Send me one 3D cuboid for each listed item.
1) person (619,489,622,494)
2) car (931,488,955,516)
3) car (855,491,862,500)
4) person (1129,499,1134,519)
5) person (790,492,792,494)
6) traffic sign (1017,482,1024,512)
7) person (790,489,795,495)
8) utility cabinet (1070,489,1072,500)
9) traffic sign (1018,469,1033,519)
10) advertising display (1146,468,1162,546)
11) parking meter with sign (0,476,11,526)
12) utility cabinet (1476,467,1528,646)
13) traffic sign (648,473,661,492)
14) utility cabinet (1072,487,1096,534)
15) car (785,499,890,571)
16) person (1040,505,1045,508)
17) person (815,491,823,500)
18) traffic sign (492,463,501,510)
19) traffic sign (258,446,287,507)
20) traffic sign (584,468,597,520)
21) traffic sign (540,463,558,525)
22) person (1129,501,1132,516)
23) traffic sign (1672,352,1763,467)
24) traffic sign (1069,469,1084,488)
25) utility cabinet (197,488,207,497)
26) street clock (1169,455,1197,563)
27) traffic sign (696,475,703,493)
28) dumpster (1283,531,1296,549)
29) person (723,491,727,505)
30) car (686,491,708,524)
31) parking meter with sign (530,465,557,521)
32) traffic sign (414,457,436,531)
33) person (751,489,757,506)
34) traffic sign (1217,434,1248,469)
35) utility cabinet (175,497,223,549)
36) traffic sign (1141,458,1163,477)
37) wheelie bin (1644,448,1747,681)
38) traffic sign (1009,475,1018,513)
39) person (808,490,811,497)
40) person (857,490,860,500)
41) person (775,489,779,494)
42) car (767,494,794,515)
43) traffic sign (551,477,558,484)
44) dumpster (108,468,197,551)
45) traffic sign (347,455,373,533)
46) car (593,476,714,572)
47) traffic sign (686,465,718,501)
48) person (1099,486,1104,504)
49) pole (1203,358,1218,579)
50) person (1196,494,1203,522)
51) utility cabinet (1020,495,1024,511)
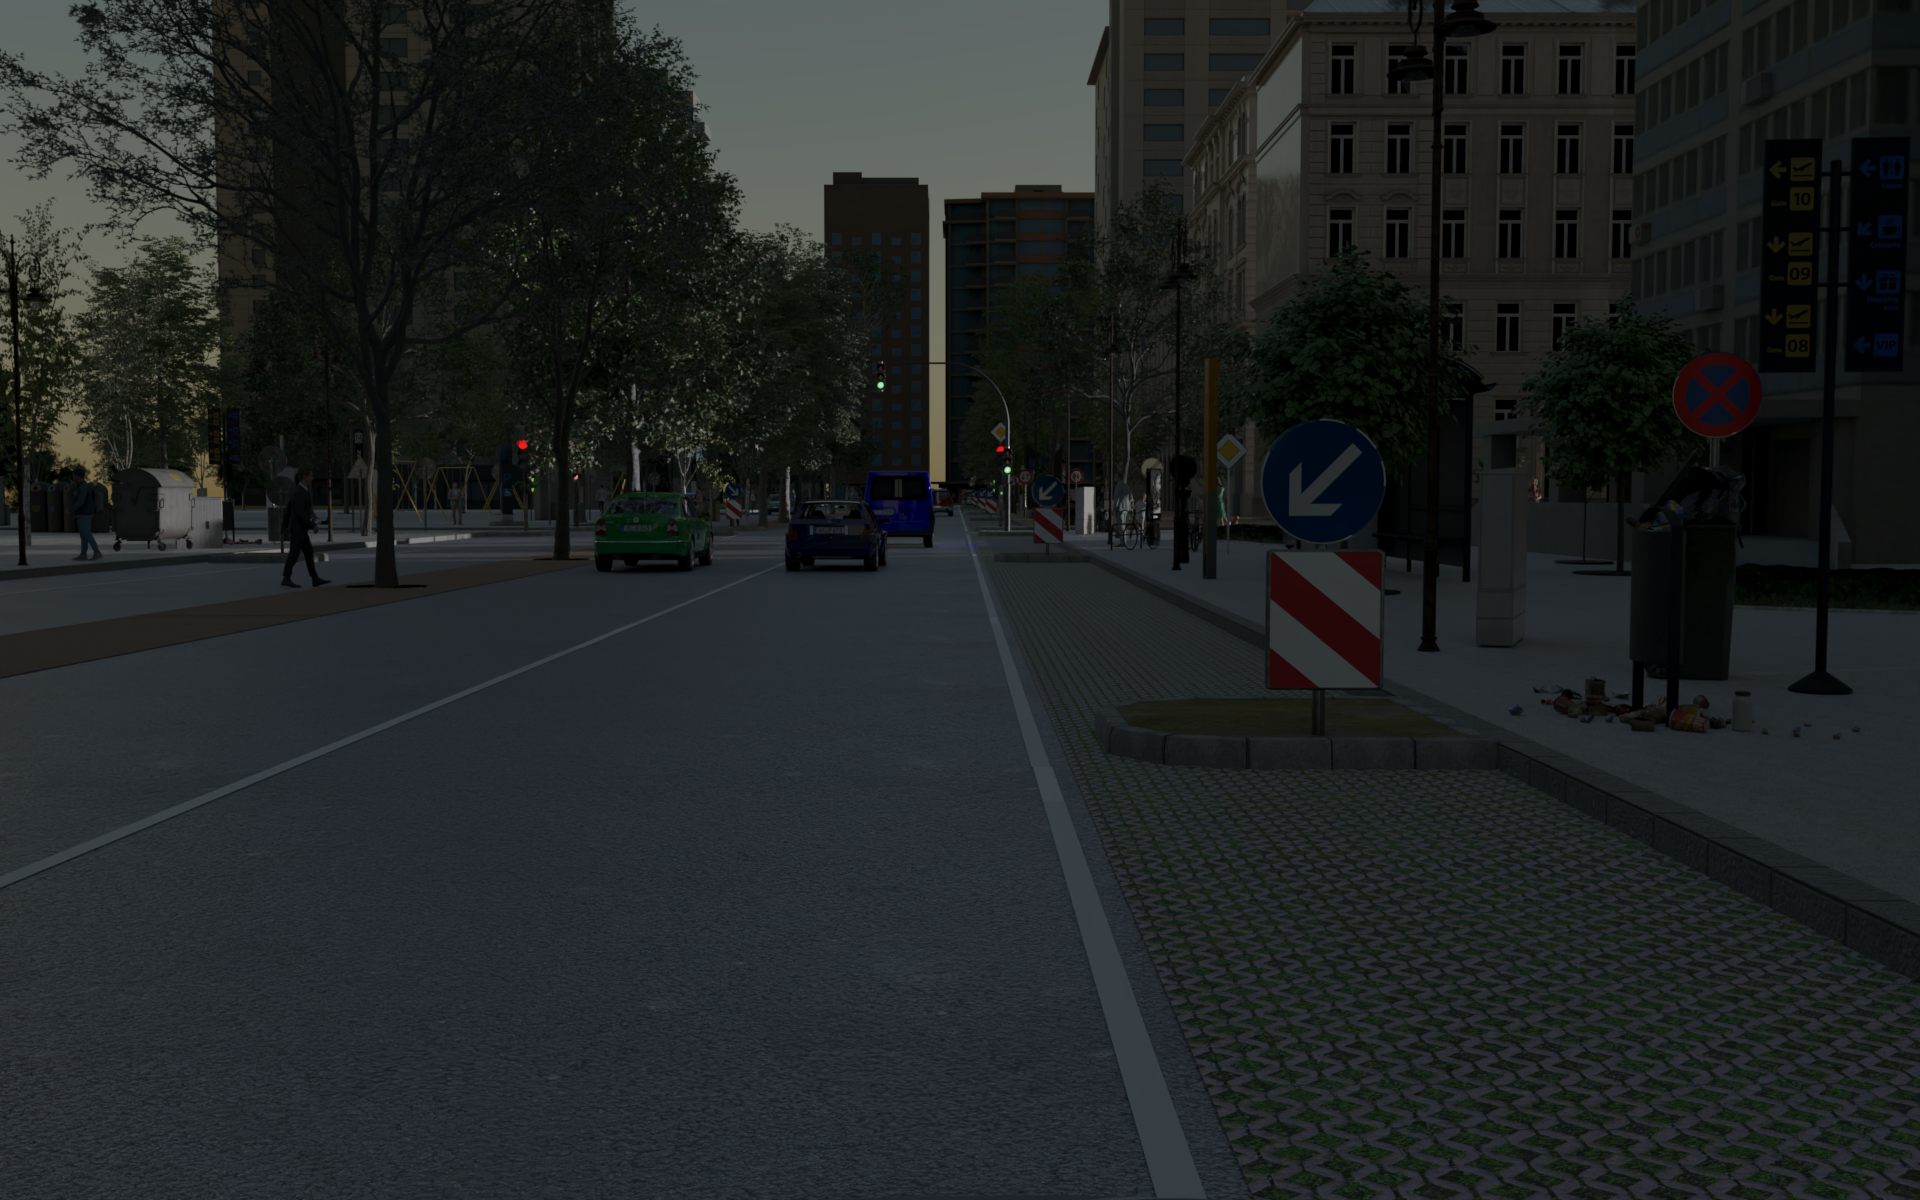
[{"bbox_3d":[-28.182,-8.411,144.371,0.445,1.727,0.742,-2,4,-26],"label":"person"},{"bbox_3d":[-1.459,-6.369,112.807,2.281,1.827,5.304,0,4,1],"label":"car"},{"bbox_3d":[-12.716,-12.473,212.598,2.281,1.827,5.304,0,4,-1],"label":"car"},{"bbox_3d":[8.692,-4.773,88.322,0.306,1.304,0.590,-1,4,-18],"label":"person"},{"bbox_3d":[-20.087,-12.393,208.628,1.348,1.831,0.705,-1,4,-12],"label":"person"},{"bbox_3d":[4.169,-7.460,122.082,0.768,2.556,0.104,0,4,0],"label":"traffic sign"},{"bbox_3d":[-17.893,-11.041,186.559,1.348,1.824,0.705,-1,4,-12],"label":"person"},{"bbox_3d":[5.481,-4.466,81.701,0.318,1.500,1.173,-1,4,-10],"label":"utility cabinet"},{"bbox_3d":[3.332,-5.396,88.337,0.768,2.556,0.104,0,4,6],"label":"traffic sign"},{"bbox_3d":[4.853,-2.335,43.390,0.123,1.923,0.974,1,4,23],"label":"advertising display"},{"bbox_3d":[-38.781,-4.488,69.644,0.543,3.016,1.738,0,4,-8],"label":"parking meter with sign"},{"bbox_3d":[4.668,-0.382,14.930,0.318,1.500,1.173,1,4,23],"label":"utility cabinet"},{"bbox_3d":[-17.995,-6.226,101.896,0.768,2.556,0.104,0,4,6],"label":"traffic sign"},{"bbox_3d":[3.985,-2.843,55.161,0.318,1.500,1.173,1,4,22],"label":"utility cabinet"},{"bbox_3d":[-2.349,-1.278,33.481,1.945,1.354,3.894,0,4,1],"label":"car"},{"bbox_3d":[4.306,-4.965,87.785,0.524,1.755,0.480,0,4,7],"label":"person"},{"bbox_3d":[-15.107,-10.779,185.292,0.990,1.755,0.434,-1,4,-18],"label":"person"},{"bbox_3d":[-18.825,-4.340,71.067,0.768,2.556,0.104,0,4,1],"label":"traffic sign"},{"bbox_3d":[-18.287,-2.812,46.085,0.768,2.556,0.104,0,4,1],"label":"traffic sign"},{"bbox_3d":[-18.221,-5.203,85.177,0.768,2.556,0.104,0,4,4],"label":"traffic sign"},{"bbox_3d":[-16.880,-4.349,71.209,0.768,2.556,0.104,0,4,3],"label":"traffic sign"},{"bbox_3d":[8.044,-4.782,84.241,0.660,1.820,0.620,1,4,10],"label":"person"},{"bbox_3d":[6.793,-0.949,15.615,0.768,2.556,0.104,1,4,9],"label":"traffic sign"},{"bbox_3d":[5.872,-5.355,87.668,0.768,2.556,0.104,0,4,6],"label":"traffic sign"},{"bbox_3d":[-26.261,-3.139,60.002,0.318,1.500,1.173,-2,4,-26],"label":"utility cabinet"},{"bbox_3d":[4.134,-1.686,32.133,0.471,2.002,0.358,3,5,43],"label":"street clock"},{"bbox_3d":[-17.634,-7.123,116.465,0.884,2.594,0.081,0,4,6],"label":"traffic sign"},{"bbox_3d":[6.619,-1.779,31.573,1.502,2.255,1.985,0,4,0],"label":"dumpster"},{"bbox_3d":[-26.892,-11.711,198.982,0.593,1.643,0.415,-1,4,-12],"label":"person"},{"bbox_3d":[-11.506,-3.812,71.920,1.945,1.707,3.694,0,4,0],"label":"car"},{"bbox_3d":[-20.359,-5.390,84.379,0.543,3.016,1.738,2,4,27],"label":"parking meter with sign"},{"bbox_3d":[-18.568,-3.671,60.120,0.768,2.556,0.104,0,4,6],"label":"traffic sign"},{"bbox_3d":[-23.001,-11.458,193.241,0.709,1.838,0.599,-1,4,-10],"label":"person"},{"bbox_3d":[5.683,-2.251,36.538,0.795,2.593,0.064,1,4,9],"label":"traffic sign"},{"bbox_3d":[-17.947,-1.814,40.815,1.020,1.237,0.306,-2,4,-32],"label":"utility cabinet"},{"bbox_3d":[6.725,-3.705,60.676,0.768,2.556,0.104,0,4,6],"label":"traffic sign"},{"bbox_3d":[5.148,-0.261,12.180,0.693,1.594,0.980,1,4,22],"label":"wheelie bin"},{"bbox_3d":[3.435,-7.050,115.273,0.884,2.594,0.081,0,4,8],"label":"traffic sign"},{"bbox_3d":[-19.221,-13.017,218.954,1.350,1.814,0.705,3,5,40],"label":"person"},{"bbox_3d":[-10.250,-10.128,174.104,0.705,1.822,1.348,3,5,40],"label":"person"},{"bbox_3d":[-18.494,-10.401,176.194,1.348,1.812,0.705,0,4,8],"label":"person"},{"bbox_3d":[-12.410,-6.531,118.584,2.131,1.459,4.920,0,4,0],"label":"car"},{"bbox_3d":[-20.251,-5.361,87.649,0.884,2.594,0.081,0,4,3],"label":"traffic sign"},{"bbox_3d":[-18.359,-2.057,39.385,1.264,1.857,1.865,0,3,0],"label":"dumpster"},{"bbox_3d":[-19.973,-3.527,57.677,0.884,2.594,0.081,0,4,5],"label":"traffic sign"},{"bbox_3d":[-5.854,-1.506,33.422,1.959,1.807,4.718,0,4,-1],"label":"car"},{"bbox_3d":[-18.103,-7.812,121.594,2.265,3.308,0.079,0,4,8],"label":"traffic sign"},{"bbox_3d":[9.794,-6.914,118.868,0.755,1.850,0.659,3,5,41],"label":"person"},{"bbox_3d":[3.780,-1.975,26.142,0.158,3.312,0.155,0,3,0],"label":"pole"},{"bbox_3d":[9.283,-3.464,66.950,0.640,1.303,0.475,-1,4,-14],"label":"person"},{"bbox_3d":[4.839,-7.540,134.433,0.306,1.237,1.020,1,4,12],"label":"utility cabinet"}]
